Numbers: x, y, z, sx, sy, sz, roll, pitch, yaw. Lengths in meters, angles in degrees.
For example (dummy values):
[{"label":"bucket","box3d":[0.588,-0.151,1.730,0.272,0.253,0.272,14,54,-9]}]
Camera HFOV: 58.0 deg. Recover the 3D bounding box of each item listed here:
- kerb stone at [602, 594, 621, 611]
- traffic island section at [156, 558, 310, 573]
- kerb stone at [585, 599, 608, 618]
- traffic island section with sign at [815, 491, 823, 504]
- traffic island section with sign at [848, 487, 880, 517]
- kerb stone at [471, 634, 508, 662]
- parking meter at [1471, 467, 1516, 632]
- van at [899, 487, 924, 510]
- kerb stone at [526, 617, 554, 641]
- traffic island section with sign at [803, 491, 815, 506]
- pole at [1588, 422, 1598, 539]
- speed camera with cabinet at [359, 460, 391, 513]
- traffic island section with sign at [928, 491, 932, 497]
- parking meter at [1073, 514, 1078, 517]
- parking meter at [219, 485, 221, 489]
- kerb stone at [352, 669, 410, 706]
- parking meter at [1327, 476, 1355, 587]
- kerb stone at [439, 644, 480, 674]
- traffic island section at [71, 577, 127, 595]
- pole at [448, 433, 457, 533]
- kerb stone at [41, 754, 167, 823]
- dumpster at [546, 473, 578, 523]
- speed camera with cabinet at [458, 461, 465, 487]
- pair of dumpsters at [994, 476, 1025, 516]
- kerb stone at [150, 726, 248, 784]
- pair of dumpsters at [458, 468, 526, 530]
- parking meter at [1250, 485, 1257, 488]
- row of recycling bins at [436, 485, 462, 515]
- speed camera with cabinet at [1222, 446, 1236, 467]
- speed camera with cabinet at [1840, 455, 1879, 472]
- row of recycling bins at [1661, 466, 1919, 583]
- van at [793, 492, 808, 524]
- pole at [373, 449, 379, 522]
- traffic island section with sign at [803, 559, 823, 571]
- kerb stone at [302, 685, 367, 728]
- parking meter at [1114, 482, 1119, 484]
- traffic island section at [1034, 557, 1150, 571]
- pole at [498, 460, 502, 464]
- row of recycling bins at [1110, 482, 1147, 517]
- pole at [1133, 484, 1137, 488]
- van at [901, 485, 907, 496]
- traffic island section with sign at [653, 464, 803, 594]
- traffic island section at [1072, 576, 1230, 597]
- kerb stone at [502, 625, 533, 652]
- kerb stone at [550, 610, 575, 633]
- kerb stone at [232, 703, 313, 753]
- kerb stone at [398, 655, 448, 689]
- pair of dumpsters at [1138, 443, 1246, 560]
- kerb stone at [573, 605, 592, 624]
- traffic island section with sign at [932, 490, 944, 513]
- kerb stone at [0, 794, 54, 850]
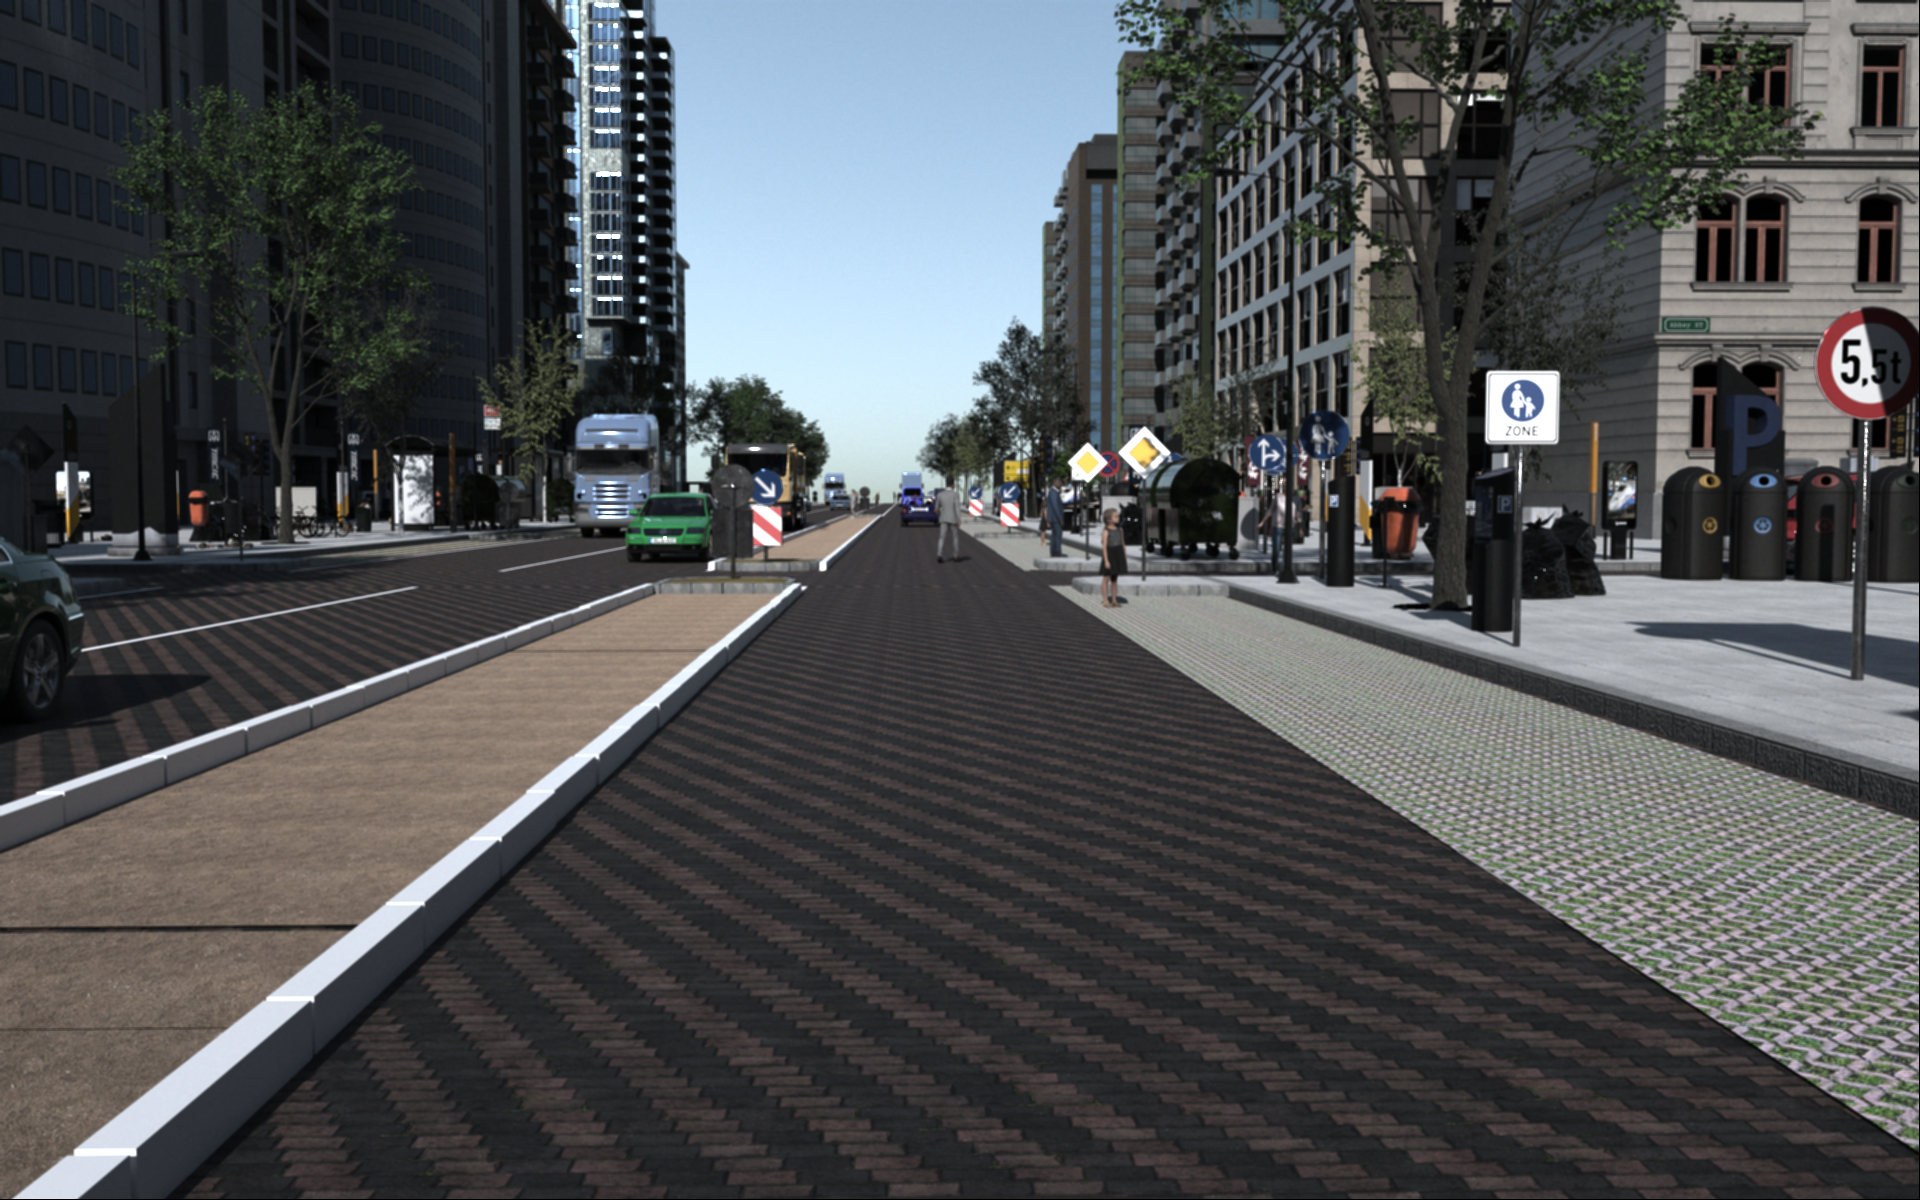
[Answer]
[{"label":"kerb stone","box3d":[-4.335,0.057,21.277,0.120,0.150,1.000,0,4,-2]},{"label":"traffic island section","box3d":[-13.746,-0.661,33.092,2.009,0.180,2.903,0,4,-2]},{"label":"kerb stone","box3d":[-4.296,0.119,20.256,0.120,0.150,1.000,0,4,-2]},{"label":"traffic island section with sign","box3d":[-20.186,-14.274,242.011,1.989,1.847,2.006,0,4,-2]},{"label":"traffic island section with sign","box3d":[-5.970,-6.118,108.160,2.006,1.907,1.989,0,4,-2]},{"label":"kerb stone","box3d":[-4.145,0.433,15.124,0.120,0.150,1.000,0,4,-2]},{"label":"parking meter","box3d":[4.999,-0.478,16.229,0.372,1.533,0.369,0,3,0]},{"label":"van","box3d":[-4.268,-9.146,153.913,2.240,2.365,5.245,0,4,-3]},{"label":"kerb stone","box3d":[-4.212,0.307,17.181,0.120,0.150,1.000,0,4,-2]},{"label":"traffic island section with sign","box3d":[-19.353,-12.612,214.840,1.989,1.847,2.006,0,4,-2]},{"label":"pole","box3d":[18.055,-3.396,49.370,0.158,3.312,0.155,0,3,0]},{"label":"speed camera with cabinet","box3d":[-31.018,-5.983,92.165,0.660,3.252,2.038,3,5,40]},{"label":"traffic island section with sign","box3d":[-1.746,-9.290,160.526,1.989,1.847,2.006,0,4,-2]},{"label":"parking meter","box3d":[6.464,-5.454,97.582,0.372,1.533,0.369,0,3,0]},{"label":"parking meter","box3d":[-28.498,-3.703,66.247,0.399,1.863,0.255,-2,4,-35]},{"label":"kerb stone","box3d":[-4.046,0.621,12.044,0.120,0.150,1.000,0,4,-2]},{"label":"parking meter","box3d":[5.284,-0.955,24.019,0.372,1.533,0.369,0,3,0]},{"label":"kerb stone","box3d":[-4.113,0.495,14.102,0.120,0.150,1.000,0,4,-2]},{"label":"traffic island section","box3d":[-13.501,-0.173,25.110,2.009,0.180,2.903,0,4,-2]},{"label":"pole","box3d":[-16.912,-3.908,57.731,0.158,3.312,0.155,0,3,0]},{"label":"kerb stone","box3d":[-3.930,0.871,7.955,0.120,0.150,1.000,0,4,-2]},{"label":"dumpster","box3d":[-17.940,-4.641,78.373,1.502,2.255,1.985,0,4,-2]},{"label":"speed camera with cabinet","box3d":[-29.421,-6.784,105.251,2.038,3.252,0.660,-2,4,-31]},{"label":"pair of dumpsters","box3d":[2.808,-5.834,97.886,1.574,2.255,4.437,0,4,-2]},{"label":"kerb stone","box3d":[-3.959,0.808,8.979,0.120,0.150,1.000,0,4,-2]},{"label":"pair of dumpsters","box3d":[-17.019,-3.703,63.039,1.574,2.255,4.437,0,4,-2]},{"label":"parking meter","box3d":[14.268,-4.790,84.032,0.255,1.863,0.399,2,4,34]},{"label":"row of recycling bins","box3d":[-23.371,-4.574,81.890,3.534,1.692,1.069,-2,4,-33]},{"label":"speed camera with cabinet","box3d":[10.923,-4.746,71.927,0.660,3.252,2.038,-1,4,-17]},{"label":"speed camera with cabinet","box3d":[22.199,-2.882,41.455,2.038,3.252,0.660,0,4,1]},{"label":"row of recycling bins","box3d":[12.331,-1.139,25.744,3.534,1.692,1.069,1,4,17]},{"label":"van","box3d":[-8.112,-4.535,81.151,2.013,2.044,4.112,0,4,-2]},{"label":"pole","box3d":[-26.683,-5.217,79.145,0.158,3.312,0.155,0,3,0]},{"label":"traffic island section with sign","box3d":[-3.650,-1.524,33.057,2.006,1.907,1.989,0,4,-2]},{"label":"kerb stone","box3d":[-4.010,0.686,11.023,0.120,0.150,1.000,0,4,-2]},{"label":"parking meter","box3d":[7.289,-4.544,80.012,0.399,1.863,0.255,1,4,12]},{"label":"traffic island section","box3d":[2.487,-0.691,33.584,2.009,0.180,2.903,0,4,-2]},{"label":"pole","box3d":[-25.737,-6.309,97.002,0.158,3.312,0.155,0,3,0]},{"label":"row of recycling bins","box3d":[6.644,-3.114,58.028,3.534,1.692,1.069,-2,4,-28]},{"label":"pole","box3d":[8.869,-5.748,87.821,0.158,3.312,0.155,0,3,0]},{"label":"van","box3d":[-5.110,-10.826,181.394,2.240,2.365,5.245,0,4,-2]},{"label":"traffic island section with sign","box3d":[-3.432,-1.071,25.653,2.006,1.907,1.989,0,4,-2]},{"label":"traffic island section","box3d":[2.733,-0.203,25.603,2.009,0.180,2.903,0,4,-2]},{"label":"kerb stone","box3d":[-4.176,0.374,16.159,0.120,0.150,1.000,0,4,-2]},{"label":"kerb stone","box3d":[-4.235,0.244,18.203,0.120,0.150,1.000,0,4,-2]},{"label":"kerb stone","box3d":[-3.984,0.746,10.001,0.120,0.150,1.000,0,4,-2]},{"label":"kerb stone","box3d":[-4.081,0.558,13.076,0.120,0.150,1.000,0,4,-2]},{"label":"pair of dumpsters","box3d":[4.714,-2.016,35.451,1.574,2.255,4.437,0,4,-2]},{"label":"kerb stone","box3d":[-4.266,0.191,19.232,0.120,0.150,1.000,0,4,-2]},{"label":"traffic island section with sign","box3d":[-0.917,-7.643,133.583,1.989,1.847,2.006,0,4,-2]},{"label":"kerb stone","box3d":[-3.891,0.937,6.933,0.120,0.150,1.000,0,4,-2]}]
